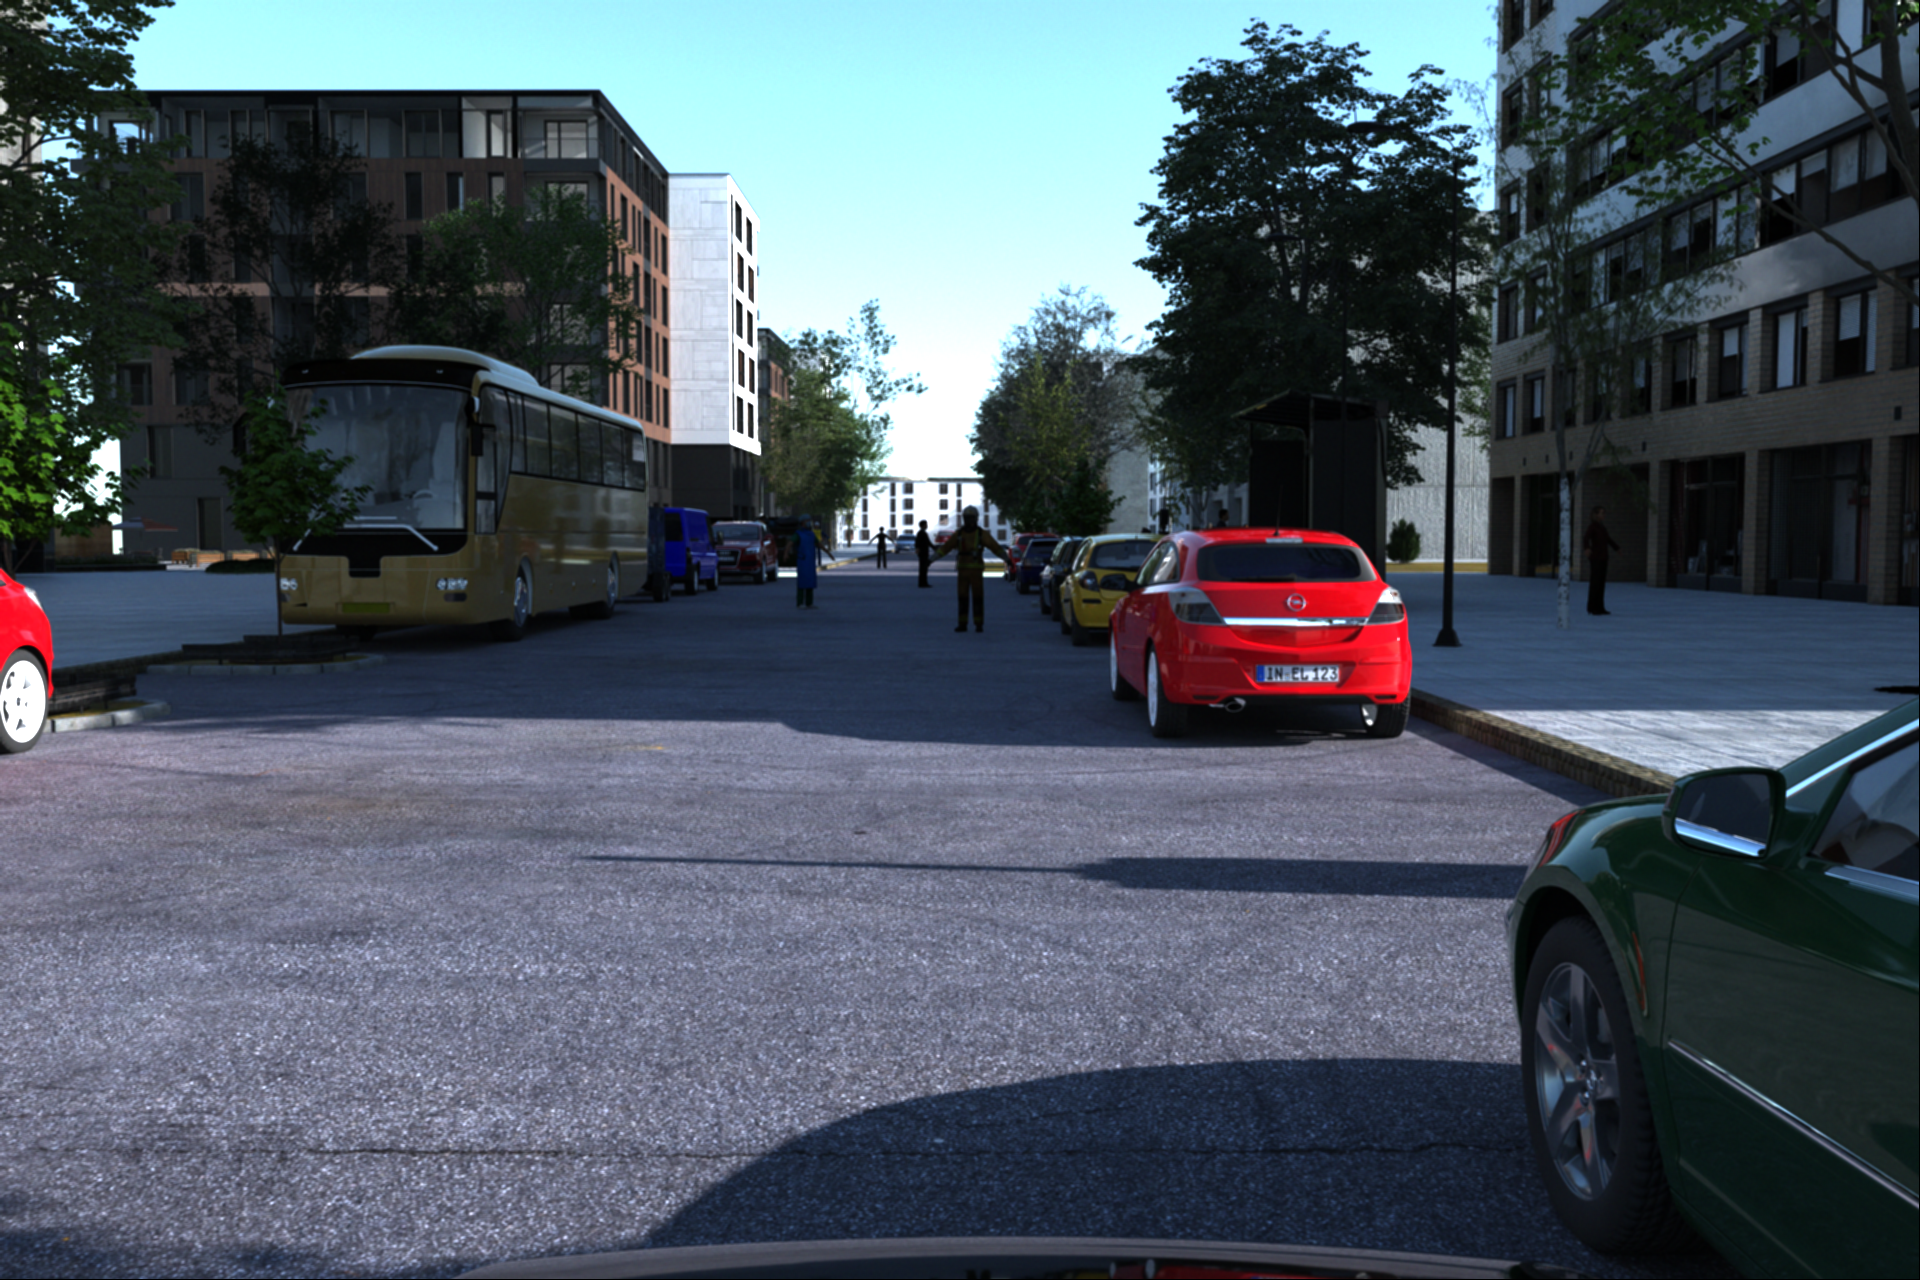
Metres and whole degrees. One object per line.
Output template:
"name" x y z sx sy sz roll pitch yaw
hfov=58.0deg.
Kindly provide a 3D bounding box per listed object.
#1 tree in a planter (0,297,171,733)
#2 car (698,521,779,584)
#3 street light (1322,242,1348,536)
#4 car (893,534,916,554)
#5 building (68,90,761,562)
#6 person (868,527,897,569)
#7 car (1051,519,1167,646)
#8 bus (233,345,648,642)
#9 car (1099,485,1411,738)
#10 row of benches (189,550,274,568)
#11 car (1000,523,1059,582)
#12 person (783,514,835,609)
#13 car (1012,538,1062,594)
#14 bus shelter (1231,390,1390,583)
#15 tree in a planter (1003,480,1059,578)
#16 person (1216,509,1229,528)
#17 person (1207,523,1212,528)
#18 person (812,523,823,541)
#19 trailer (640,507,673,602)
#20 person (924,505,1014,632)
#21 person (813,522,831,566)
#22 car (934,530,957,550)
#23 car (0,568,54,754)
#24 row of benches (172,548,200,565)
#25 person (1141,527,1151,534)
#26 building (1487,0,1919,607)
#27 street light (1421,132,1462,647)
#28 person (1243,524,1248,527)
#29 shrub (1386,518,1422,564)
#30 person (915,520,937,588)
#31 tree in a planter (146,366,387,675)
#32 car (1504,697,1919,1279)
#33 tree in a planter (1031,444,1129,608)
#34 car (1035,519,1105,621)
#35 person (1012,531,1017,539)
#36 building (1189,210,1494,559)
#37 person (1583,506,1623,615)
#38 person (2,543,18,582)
"tree in a planter" -7.285 -0.979 13.235 1.991 3.239 1.994 0 4 1
"car" -6.554 -2.585 50.932 2.281 1.827 5.304 0 4 0
"street light" 6.506 -3.326 26.928 1.470 5.913 1.316 0 3 0
"car" -3.905 -7.105 128.169 2.014 1.417 4.499 0 4 0
"building" -26.993 -15.436 96.353 27.936 21.610 32.646 0 4 0
"person" -3.244 -3.845 72.048 1.216 1.740 0.721 0 4 3
"car" 2.279 -0.818 23.590 2.015 1.641 3.980 0 4 0
"bus" -7.062 -2.125 26.297 2.896 3.916 12.252 0 4 0
"car" 2.218 -0.283 13.675 2.155 1.783 4.494 0 4 -1
"row of benches" -28.036 -3.177 67.402 1.422 0.672 4.104 3 4 39
"car" 2.294 -2.675 52.774 2.155 1.783 4.494 0 4 -1
"person" -2.942 -1.508 33.248 0.704 1.817 1.347 3 5 40
"car" 2.262 -1.830 42.505 1.945 1.354 3.894 0 4 0
"bus shelter" 6.238 -2.456 31.440 1.731 3.624 6.357 0 3 0
"tree in a planter" 2.407 -3.655 56.981 1.991 3.239 1.994 0 4 1
"person" 5.683 -1.907 37.228 0.704 1.823 1.345 0 4 4
"person" 12.128 -4.766 84.050 0.705 1.813 1.348 0 4 0
"person" -7.445 -4.956 87.177 1.345 1.843 0.704 3 4 37
"trailer" -6.930 -1.770 35.989 1.471 1.999 3.904 0 3 0
"person" 0.149 -1.050 25.393 1.354 1.858 0.705 1 4 15
"person" -5.813 -3.890 70.072 1.216 1.772 0.721 -1 4 -18
"car" -1.244 -9.055 156.723 2.281 1.827 5.304 0 4 0
"car" -7.005 -0.051 9.876 2.155 1.783 4.494 0 4 0
"row of benches" -33.093 -3.590 74.157 1.422 0.672 4.104 -1 4 -15
"person" 4.035 -1.868 39.770 0.799 1.438 0.628 -3 5 -43
"building" 26.272 -13.679 30.229 21.656 26.213 47.522 0 4 0
"street light" 6.126 -2.882 19.661 1.470 5.913 1.316 0 4 0
"person" 13.382 -4.536 80.881 1.216 1.740 0.721 -1 4 -19
"shrub" 19.280 -4.336 75.310 1.690 2.028 1.600 0 3 0
"person" -0.951 -2.314 46.472 0.705 1.806 1.347 1 4 22
"tree in a planter" -7.318 -1.304 18.546 1.991 3.239 1.994 0 4 0
"car" 2.165 0.594 2.093 2.131 1.459 4.920 0 4 -1
"tree in a planter" 2.417 -2.268 34.299 1.991 3.239 1.994 0 4 1
"car" 2.326 -1.228 29.857 2.009 1.686 4.222 0 4 -1
"person" 2.938 -5.329 96.399 0.599 1.433 0.991 0 4 7
"building" 24.164 -14.491 103.388 16.747 18.905 31.486 0 3 0
"person" 10.205 -1.266 27.499 1.215 1.729 0.721 -3 5 -45
"person" -20.453 -1.854 37.137 0.721 1.735 1.217 -2 4 -28
